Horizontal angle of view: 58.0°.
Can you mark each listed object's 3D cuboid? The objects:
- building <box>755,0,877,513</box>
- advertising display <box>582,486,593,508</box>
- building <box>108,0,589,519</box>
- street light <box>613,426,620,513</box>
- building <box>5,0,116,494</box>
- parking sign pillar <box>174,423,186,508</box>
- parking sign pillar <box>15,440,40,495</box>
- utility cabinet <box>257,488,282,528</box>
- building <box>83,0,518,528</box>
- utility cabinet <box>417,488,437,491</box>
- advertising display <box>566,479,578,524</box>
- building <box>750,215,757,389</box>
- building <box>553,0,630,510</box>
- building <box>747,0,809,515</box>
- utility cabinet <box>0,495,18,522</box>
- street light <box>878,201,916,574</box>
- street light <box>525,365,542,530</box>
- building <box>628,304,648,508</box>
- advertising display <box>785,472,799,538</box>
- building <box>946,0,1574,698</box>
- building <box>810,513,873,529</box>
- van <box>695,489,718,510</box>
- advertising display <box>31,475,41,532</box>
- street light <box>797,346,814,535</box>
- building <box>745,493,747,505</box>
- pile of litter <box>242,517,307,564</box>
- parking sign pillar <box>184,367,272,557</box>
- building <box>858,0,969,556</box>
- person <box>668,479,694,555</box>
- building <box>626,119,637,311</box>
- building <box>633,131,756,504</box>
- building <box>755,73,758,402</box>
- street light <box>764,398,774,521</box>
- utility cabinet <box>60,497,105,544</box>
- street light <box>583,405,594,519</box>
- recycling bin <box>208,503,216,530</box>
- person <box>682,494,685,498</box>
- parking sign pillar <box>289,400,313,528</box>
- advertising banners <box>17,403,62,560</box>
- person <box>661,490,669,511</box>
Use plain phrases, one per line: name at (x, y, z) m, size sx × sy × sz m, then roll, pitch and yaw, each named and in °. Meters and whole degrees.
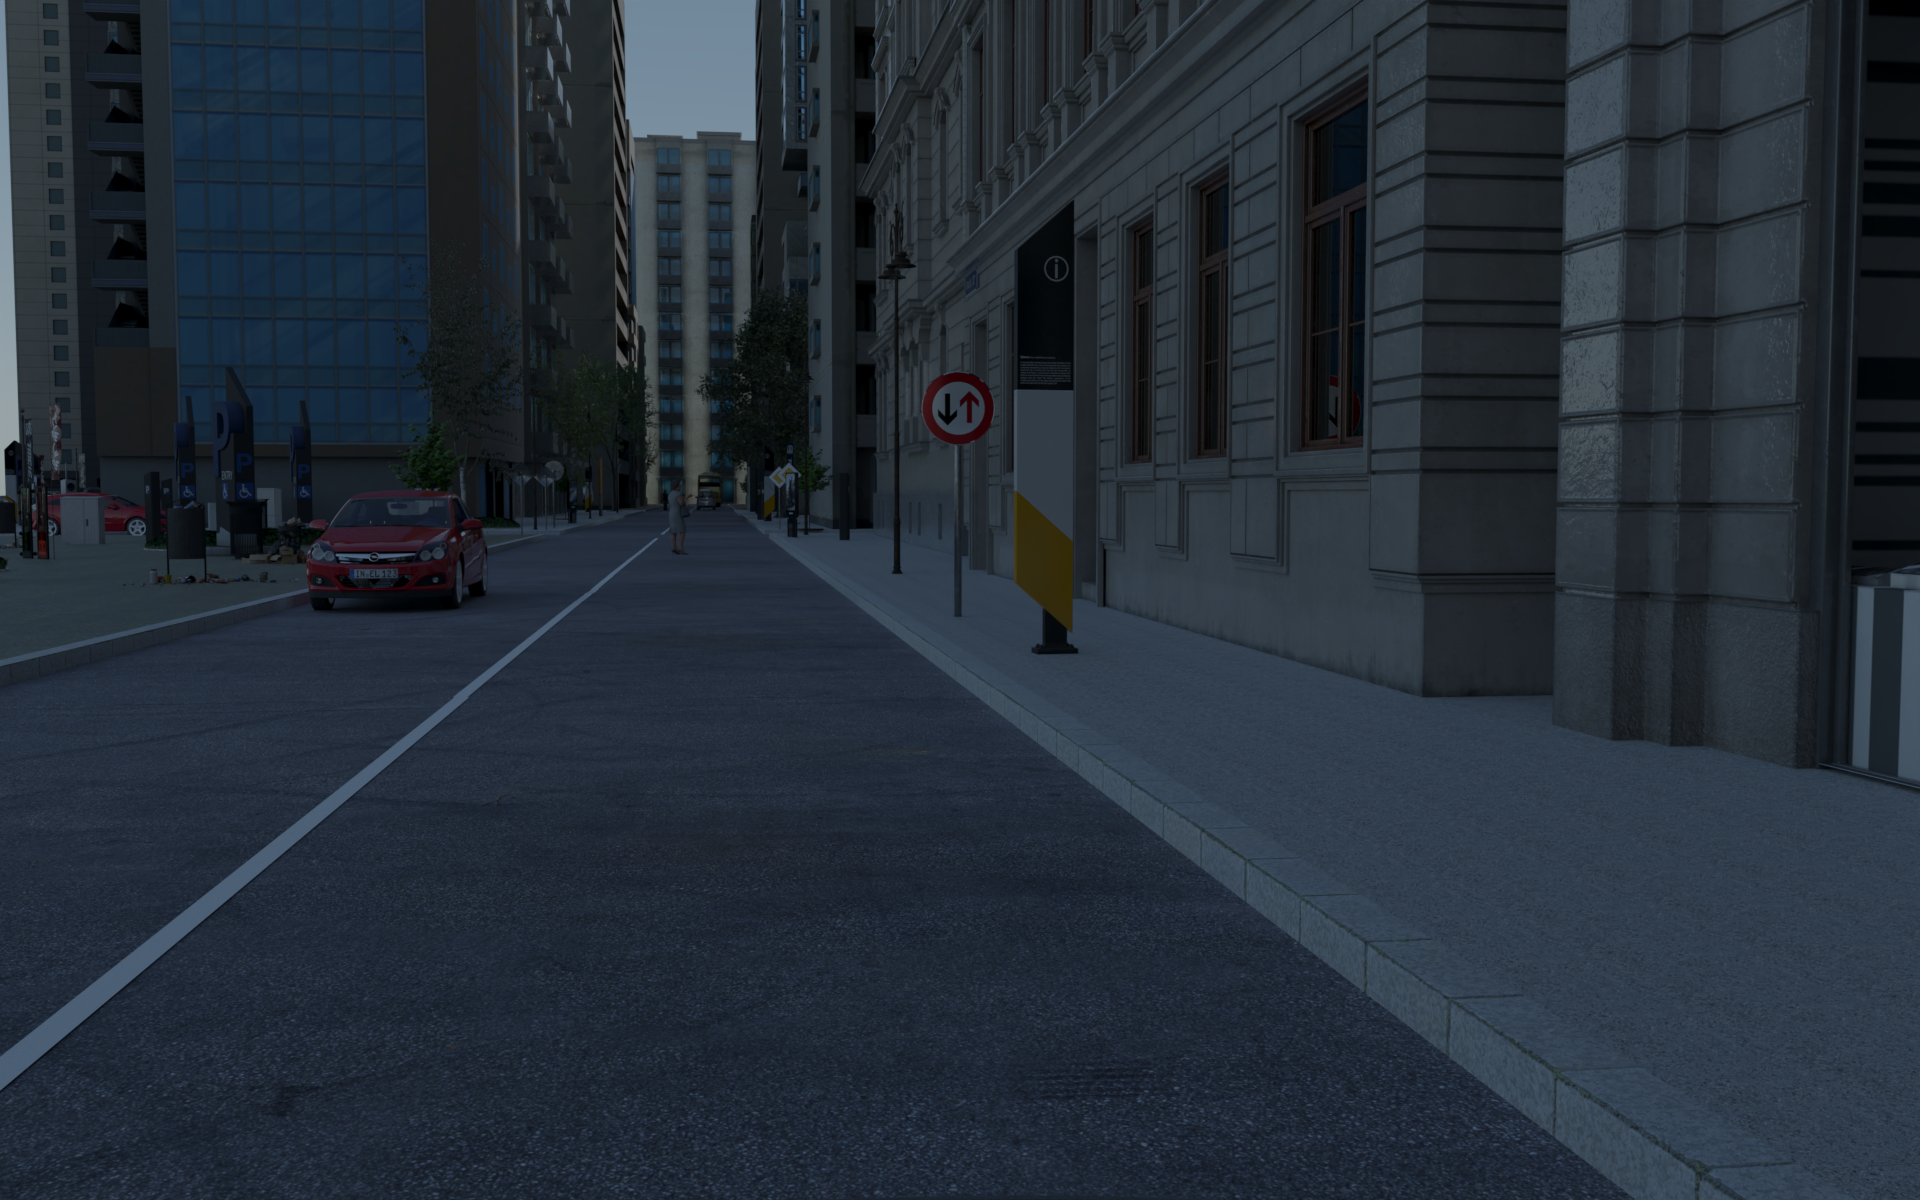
building at (-6.557, -32.158, 149.488) m, size 21.300 × 48.544 × 21.600 m, roll -1°, pitch 4°, yaw -8°
advertising display at (-28.657, -7.837, 133.341) m, size 0.974 × 1.923 × 0.123 m, roll 2°, pitch 4°, yaw 32°
building at (-34.523, -29.409, 100.443) m, size 23.786 × 49.044 × 30.456 m, roll -1°, pitch 4°, yaw -8°
street light at (-23.234, -8.840, 117.319) m, size 0.468 × 5.910 × 1.993 m, roll -1°, pitch 4°, yaw -8°
building at (-89.866, -46.051, 191.183) m, size 20.611 × 71.187 × 20.563 m, roll -1°, pitch 4°, yaw -8°
parking sign pillar at (-20.988, -3.578, 46.971) m, size 1.447 × 3.967 × 1.447 m, roll -2°, pitch 4°, yaw -27°
parking sign pillar at (-46.780, -6.014, 86.794) m, size 1.447 × 3.967 × 1.447 m, roll 0°, pitch 4°, yaw 7°
utility cabinet at (-25.686, -3.412, 64.459) m, size 1.173 × 1.500 × 0.318 m, roll 3°, pitch 4°, yaw 38°
building at (-26.098, -25.753, 71.181) m, size 14.600 × 45.320 × 14.200 m, roll -1°, pitch 4°, yaw -8°
utility cabinet at (-19.067, -3.275, 62.218) m, size 1.173 × 1.500 × 0.318 m, roll 2°, pitch 4°, yaw 33°
advertising display at (-16.967, -4.315, 75.770) m, size 0.123 × 1.923 × 0.974 m, roll 1°, pitch 4°, yaw 8°
building at (-14.927, -25.083, 181.813) m, size 14.160 × 30.474 × 14.107 m, roll -1°, pitch 4°, yaw -8°
building at (-39.098, -31.856, 144.555) m, size 21.300 × 48.544 × 21.600 m, roll -1°, pitch 4°, yaw -8°
building at (-3.386, -49.309, 118.879) m, size 22.319 × 86.520 × 31.000 m, roll -1°, pitch 4°, yaw -8°
utility cabinet at (-43.179, -4.131, 78.703) m, size 0.306 × 1.237 × 1.020 m, roll 1°, pitch 4°, yaw 23°
street light at (-1.012, -3.358, 27.690) m, size 0.468 × 5.910 × 1.993 m, roll -1°, pitch 4°, yaw -8°
street light at (-15.306, -5.473, 62.275) m, size 0.468 × 5.910 × 1.993 m, roll -1°, pitch 4°, yaw -8°
building at (-45.368, -19.884, 170.146) m, size 27.650 × 21.520 × 28.899 m, roll -1°, pitch 4°, yaw -8°
advertising display at (-4.979, -2.824, 51.378) m, size 0.123 × 1.923 × 0.974 m, roll -1°, pitch 4°, yaw -22°
building at (6.432, -11.278, 20.549) m, size 11.583 × 22.565 × 21.152 m, roll -1°, pitch 4°, yaw -8°
building at (4.257, -27.508, 73.452) m, size 21.600 × 48.544 × 21.300 m, roll -1°, pitch 4°, yaw -8°
van at (-22.757, -9.072, 155.337) m, size 2.013 × 2.044 × 4.112 m, roll 0°, pitch 4°, yaw -7°
advertising display at (-31.540, -3.299, 59.150) m, size 0.123 × 1.923 × 0.974 m, roll -3°, pitch 4°, yaw -38°
street light at (-4.827, -4.977, 54.160) m, size 0.468 × 5.910 × 1.993 m, roll -1°, pitch 4°, yaw -8°
building at (-8.775, -31.176, 201.603) m, size 32.217 × 40.220 × 23.993 m, roll -1°, pitch 4°, yaw -8°
pile of litter at (-12.615, -1.111, 32.135) m, size 1.176 × 0.858 × 1.719 m, roll -3°, pitch 5°, yaw -42°
parking sign pillar at (-15.156, -2.917, 36.168) m, size 1.447 × 3.967 × 1.447 m, roll -3°, pitch 5°, yaw -40°
building at (5.019, -15.644, 43.174) m, size 14.401 × 28.519 × 23.554 m, roll -1°, pitch 4°, yaw -8°
person at (-6.583, -1.968, 41.030) m, size 0.532 × 1.782 × 0.716 m, roll -3°, pitch 4°, yaw -38°
building at (-45.212, -33.751, 201.934) m, size 14.200 × 45.320 × 14.600 m, roll -1°, pitch 4°, yaw -8°
building at (-32.103, -37.431, 231.610) m, size 30.456 × 49.044 × 23.786 m, roll -1°, pitch 4°, yaw -8°
building at (-12.575, -29.556, 166.842) m, size 14.154 × 41.232 × 14.086 m, roll -1°, pitch 4°, yaw -8°
street light at (-9.177, -6.782, 83.681) m, size 0.468 × 5.910 × 1.993 m, roll -1°, pitch 4°, yaw -8°
utility cabinet at (-22.572, -2.043, 44.557) m, size 1.020 × 1.237 × 0.306 m, roll 0°, pitch 4°, yaw 3°
street light at (-19.289, -7.179, 90.158) m, size 0.468 × 5.910 × 1.993 m, roll -1°, pitch 4°, yaw -8°
recycling bin at (-21.486, -2.315, 50.408) m, size 0.722 × 1.027 × 0.722 m, roll -2°, pitch 4°, yaw -23°
person at (-22.514, -7.835, 139.790) m, size 0.799 × 1.438 × 0.628 m, roll 0°, pitch 4°, yaw 0°
parking sign pillar at (-18.739, -3.719, 49.276) m, size 1.447 × 3.967 × 1.447 m, roll -2°, pitch 4°, yaw -26°
advertising banners at (-18.047, -2.313, 33.999) m, size 2.074 × 3.025 × 0.090 m, roll 3°, pitch 5°, yaw 41°
person at (-25.615, -8.698, 150.721) m, size 0.705 × 1.822 × 1.348 m, roll 2°, pitch 4°, yaw 34°
